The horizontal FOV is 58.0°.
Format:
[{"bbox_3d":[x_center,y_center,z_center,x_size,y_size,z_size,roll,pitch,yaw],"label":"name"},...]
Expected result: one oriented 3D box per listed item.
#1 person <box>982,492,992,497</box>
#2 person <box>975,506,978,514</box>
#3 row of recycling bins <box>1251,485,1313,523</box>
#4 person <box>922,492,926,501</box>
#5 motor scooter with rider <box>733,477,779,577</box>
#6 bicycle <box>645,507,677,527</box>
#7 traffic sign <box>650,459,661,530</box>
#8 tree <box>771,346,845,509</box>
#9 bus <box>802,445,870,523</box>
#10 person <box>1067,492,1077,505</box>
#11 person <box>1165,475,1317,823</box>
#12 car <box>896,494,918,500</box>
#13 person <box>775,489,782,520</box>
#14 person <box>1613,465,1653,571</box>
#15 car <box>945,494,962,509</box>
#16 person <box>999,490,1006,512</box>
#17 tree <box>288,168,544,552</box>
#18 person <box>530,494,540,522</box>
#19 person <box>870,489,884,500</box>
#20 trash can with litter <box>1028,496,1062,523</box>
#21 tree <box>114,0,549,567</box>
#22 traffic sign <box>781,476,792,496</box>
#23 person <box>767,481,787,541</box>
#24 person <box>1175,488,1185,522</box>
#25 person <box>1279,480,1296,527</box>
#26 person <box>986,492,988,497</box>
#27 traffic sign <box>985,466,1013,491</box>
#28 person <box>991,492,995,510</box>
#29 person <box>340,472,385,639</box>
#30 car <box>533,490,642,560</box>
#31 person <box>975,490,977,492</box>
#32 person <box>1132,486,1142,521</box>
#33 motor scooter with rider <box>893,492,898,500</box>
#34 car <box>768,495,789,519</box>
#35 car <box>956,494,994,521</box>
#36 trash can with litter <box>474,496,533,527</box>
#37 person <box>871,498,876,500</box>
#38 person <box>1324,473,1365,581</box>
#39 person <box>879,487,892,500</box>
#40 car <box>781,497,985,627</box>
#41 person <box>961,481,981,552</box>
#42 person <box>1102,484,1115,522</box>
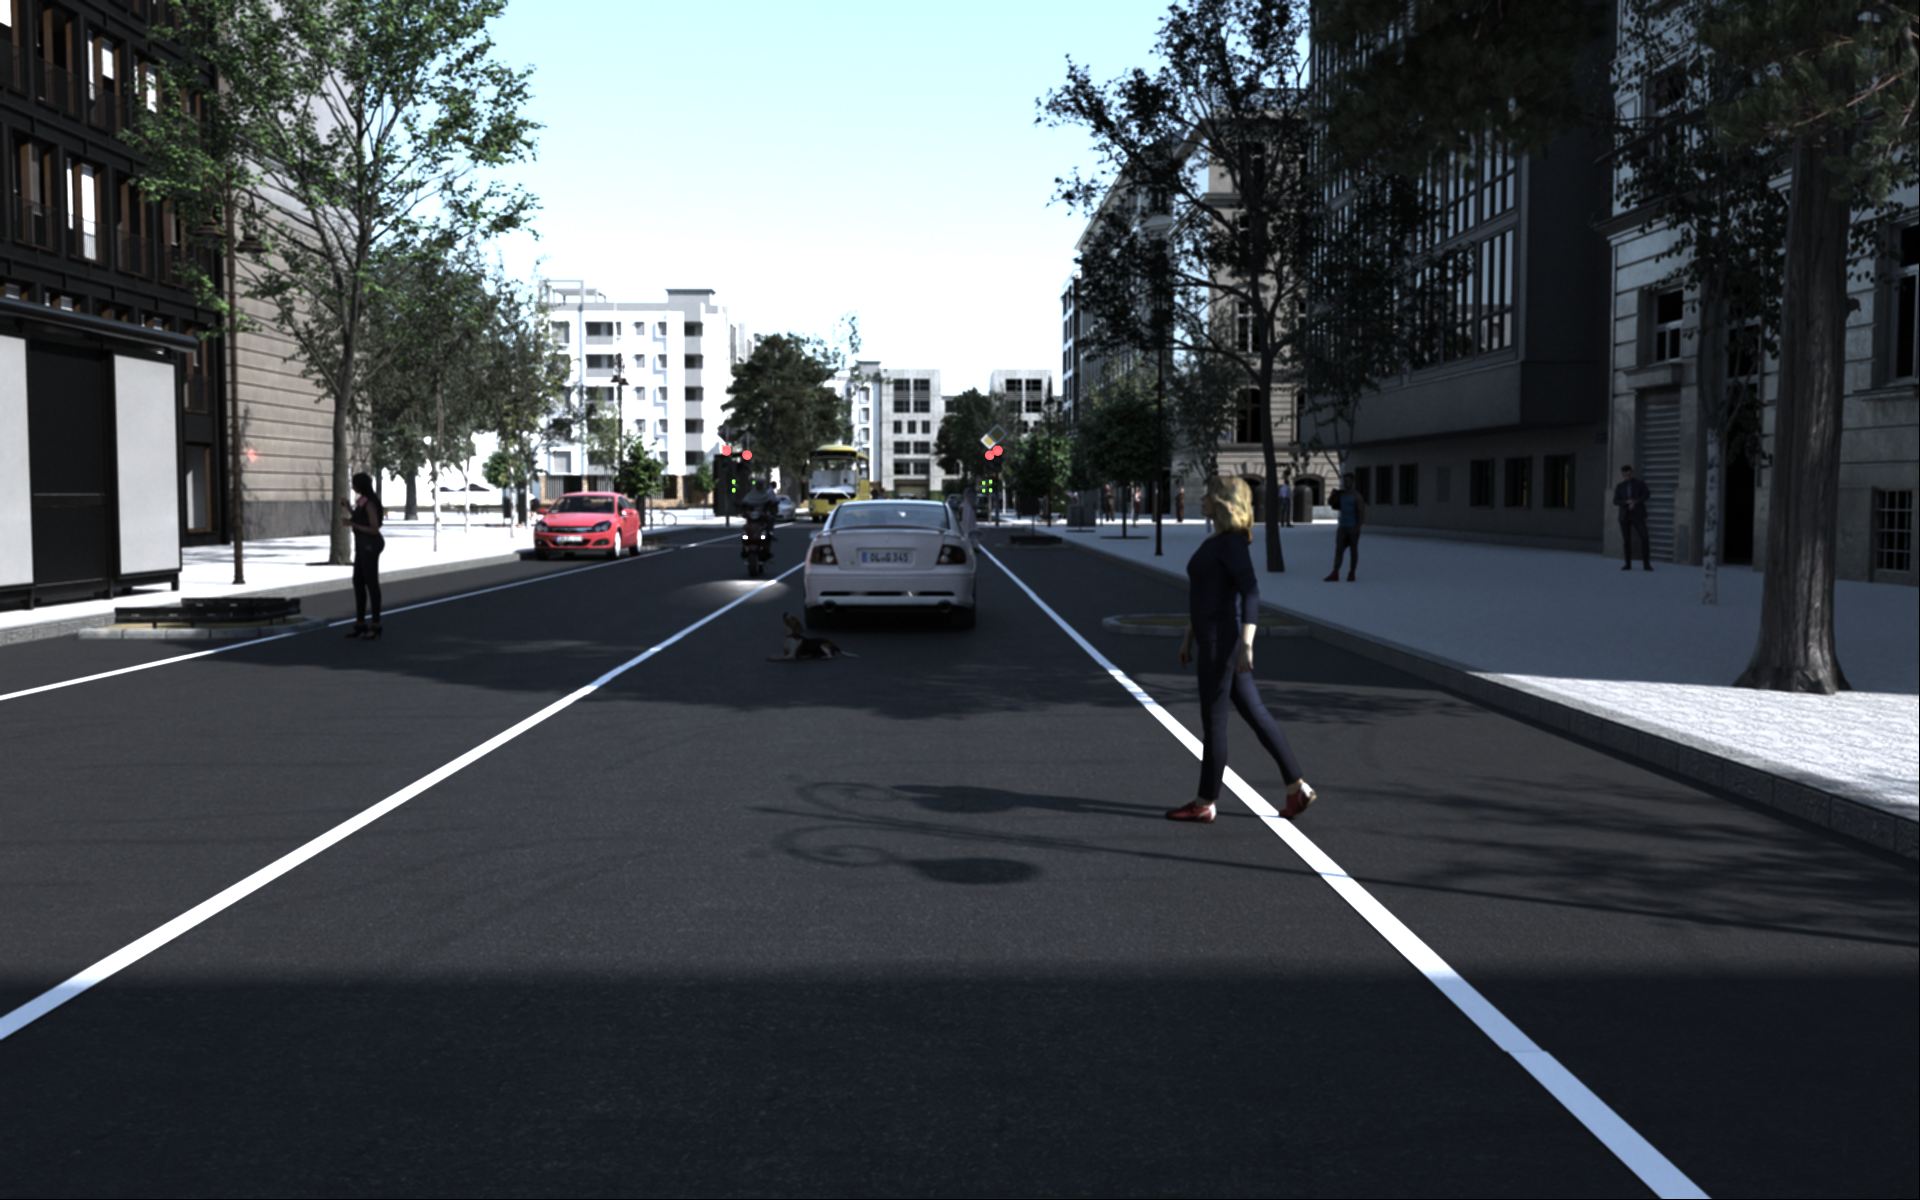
[{"bbox_3d":[2.418,-9.697,164.216,1.348,1.869,0.705,1,4,14],"label":"person"},{"bbox_3d":[0.460,-3.219,63.340,0.429,1.552,0.499,1,4,23],"label":"person"},{"bbox_3d":[13.869,-4.260,76.760,3.534,1.692,1.069,0,4,-4],"label":"row of recycling bins"},{"bbox_3d":[-4.373,-12.028,206.090,0.436,1.711,0.756,3,5,39],"label":"person"},{"bbox_3d":[-3.655,-1.340,30.877,0.876,1.779,1.986,0,4,-3],"label":"motor scooter with rider"},{"bbox_3d":[-11.839,-3.355,68.082,1.543,0.972,0.635,-1,4,-14],"label":"bicycle"},{"bbox_3d":[-11.140,-3.810,62.407,0.768,2.556,0.104,0,4,-1],"label":"traffic sign"},{"bbox_3d":[-13.768,-14.799,149.384,7.806,13.903,7.818,0,3,0],"label":"tree"},{"bbox_3d":[-6.239,-6.026,90.065,2.896,3.916,12.252,0,4,0],"label":"bus"},{"bbox_3d":[5.155,-4.477,79.107,0.709,1.838,0.599,3,4,36],"label":"person"},{"bbox_3d":[1.229,0.212,7.576,0.613,1.512,0.480,-1,4,-14],"label":"person"},{"bbox_3d":[-3.581,-6.557,116.995,2.009,1.686,4.222,0,4,-2],"label":"car"},{"bbox_3d":[-10.254,-5.374,97.046,0.600,1.739,0.565,0,4,5],"label":"person"},{"bbox_3d":[11.320,-1.384,29.116,0.683,1.767,0.568,2,4,29],"label":"person"},{"bbox_3d":[-0.276,-8.206,146.165,2.014,1.417,4.499,0,4,0],"label":"car"},{"bbox_3d":[2.966,-6.966,121.401,0.566,1.644,0.517,-2,4,-30],"label":"person"},{"bbox_3d":[-11.919,-5.388,38.449,4.360,8.622,3.978,0,3,0],"label":"tree"},{"bbox_3d":[-19.704,-4.296,79.470,0.799,1.438,0.628,-1,4,-17],"label":"person"},{"bbox_3d":[-2.174,-2.144,45.761,0.590,1.554,0.614,0,4,4],"label":"person"},{"bbox_3d":[3.749,-4.053,77.329,1.678,1.210,2.233,0,4,-1],"label":"trash can with litter"},{"bbox_3d":[-11.010,-6.428,30.862,9.928,11.665,9.643,0,3,0],"label":"tree"},{"bbox_3d":[-12.399,-7.559,123.700,0.768,2.556,0.104,0,4,3],"label":"traffic sign"},{"bbox_3d":[-5.653,-2.748,53.301,0.599,1.838,0.709,-1,4,-22],"label":"person"},{"bbox_3d":[9.935,-4.271,78.142,0.388,1.546,0.482,-2,4,-24],"label":"person"},{"bbox_3d":[12.742,-3.747,67.175,0.599,1.838,0.709,-3,4,-37],"label":"person"},{"bbox_3d":[2.558,-9.208,157.513,0.530,1.710,0.541,-2,4,-32],"label":"person"},{"bbox_3d":[2.942,-8.109,126.459,2.265,3.308,0.079,0,4,1],"label":"traffic sign"},{"bbox_3d":[2.822,-8.051,137.539,0.709,1.838,0.599,-2,4,-33],"label":"person"},{"bbox_3d":[-5.951,-0.439,17.150,0.593,1.643,0.415,1,4,22],"label":"person"},{"bbox_3d":[-8.354,-1.835,39.042,2.155,1.783,4.494,0,4,-1],"label":"car"},{"bbox_3d":[2.078,-13.386,224.835,0.705,1.831,1.348,0,4,3],"label":"person"},{"bbox_3d":[8.476,-4.616,82.978,0.517,1.644,0.566,2,4,25],"label":"person"},{"bbox_3d":[-7.540,-11.907,203.647,0.876,1.779,1.986,0,4,0],"label":"motor scooter with rider"},{"bbox_3d":[-9.485,-4.712,89.402,2.083,1.381,4.827,0,4,-2],"label":"car"},{"bbox_3d":[0.815,-5.049,92.336,2.009,1.686,4.222,0,4,0],"label":"car"},{"bbox_3d":[-17.774,-3.437,67.251,2.233,1.210,1.678,1,4,19],"label":"trash can with litter"},{"bbox_3d":[-2.959,-3.106,61.498,0.499,1.552,0.429,3,5,44],"label":"person"},{"bbox_3d":[5.657,-1.079,25.561,0.647,1.594,0.662,3,4,38],"label":"person"},{"bbox_3d":[-3.436,-4.307,79.612,0.600,1.739,0.565,0,4,-2],"label":"person"},{"bbox_3d":[-0.747,-0.467,19.999,2.083,1.381,4.827,0,3,0],"label":"car"},{"bbox_3d":[0.268,-2.023,42.252,0.621,1.740,0.551,-1,4,-19],"label":"person"},{"bbox_3d":[6.918,-4.512,80.505,0.565,1.739,0.600,0,4,-7],"label":"person"}]
